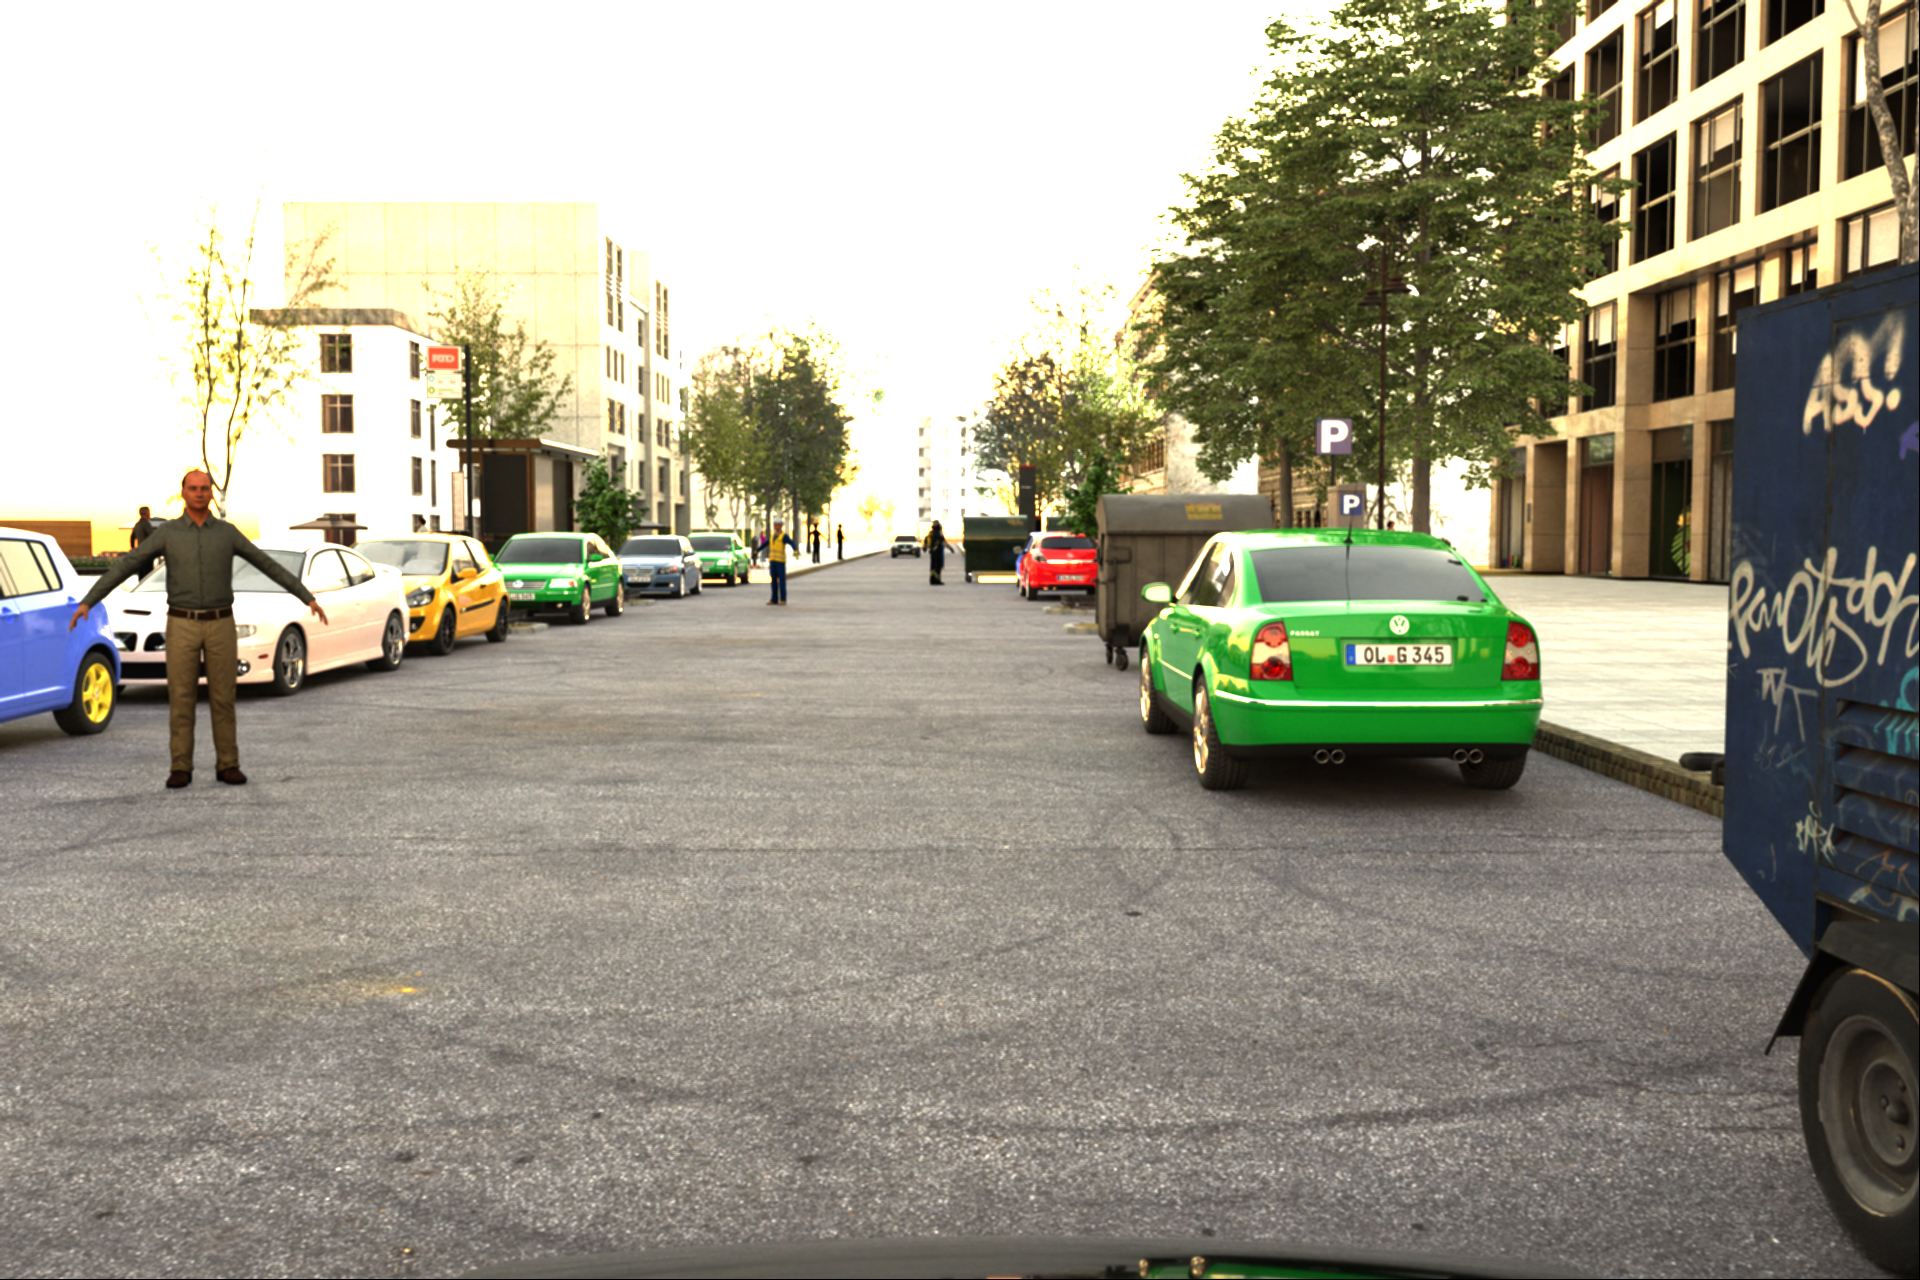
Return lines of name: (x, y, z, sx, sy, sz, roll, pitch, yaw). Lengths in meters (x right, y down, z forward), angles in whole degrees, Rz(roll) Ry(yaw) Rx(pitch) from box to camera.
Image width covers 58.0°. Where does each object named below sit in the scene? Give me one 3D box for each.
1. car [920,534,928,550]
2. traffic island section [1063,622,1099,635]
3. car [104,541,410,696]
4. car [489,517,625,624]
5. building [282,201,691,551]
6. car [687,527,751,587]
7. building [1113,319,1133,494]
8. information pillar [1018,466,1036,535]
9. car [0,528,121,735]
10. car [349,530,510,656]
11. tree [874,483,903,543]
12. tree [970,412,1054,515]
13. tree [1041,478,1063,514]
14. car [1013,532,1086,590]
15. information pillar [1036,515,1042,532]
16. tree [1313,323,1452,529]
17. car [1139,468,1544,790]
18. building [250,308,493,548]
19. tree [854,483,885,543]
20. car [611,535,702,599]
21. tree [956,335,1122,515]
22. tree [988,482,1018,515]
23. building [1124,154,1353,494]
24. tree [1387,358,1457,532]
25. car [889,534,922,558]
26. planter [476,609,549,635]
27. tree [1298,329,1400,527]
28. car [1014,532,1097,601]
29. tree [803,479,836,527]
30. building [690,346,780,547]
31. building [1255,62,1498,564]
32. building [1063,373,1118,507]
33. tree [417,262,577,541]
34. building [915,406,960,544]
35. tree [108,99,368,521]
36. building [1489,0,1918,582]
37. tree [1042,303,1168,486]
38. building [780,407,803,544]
car: (-2.539, -8.817, 154.380, 2.015, 1.641, 3.980, 0, 4, 0)
traffic island section: (2.545, -0.166, 25.575, 1.991, 0.108, 1.994, 0, 4, -1)
car: (-6.826, -0.271, 16.795, 2.083, 1.381, 4.827, 0, 3, 0)
car: (-6.800, -1.227, 28.865, 1.959, 1.807, 4.718, 0, 4, 0)
building: (-27.587, -14.773, 107.995, 16.747, 18.905, 31.486, 0, 4, 0)
car: (-6.959, -2.428, 48.488, 1.959, 1.807, 4.718, 0, 4, 0)
building: (21.473, -18.001, 125.239, 19.493, 23.208, 18.063, 0, 4, 0)
information pillar: (2.539, -4.666, 65.663, 0.750, 3.857, 0.750, 0, 4, -2)
car: (-6.990, -0.093, 11.104, 1.945, 1.707, 3.694, 0, 4, -1)
car: (-6.884, -0.696, 21.611, 2.015, 1.641, 3.980, 0, 4, -1)
tree: (-9.804, -18.265, 248.986, 4.360, 8.622, 3.978, 0, 3, 0)
tree: (4.484, -13.481, 146.172, 9.928, 11.665, 9.643, 0, 3, 0)
tree: (15.506, -20.546, 246.298, 12.009, 13.543, 11.850, 0, 3, 0)
car: (2.383, -2.205, 45.638, 1.945, 1.707, 3.694, 0, 4, -2)
information pillar: (3.045, -3.845, 67.350, 0.304, 2.012, 0.304, 0, 4, 0)
tree: (12.414, -6.309, 53.519, 4.360, 8.622, 3.978, 0, 3, 0)
car: (2.216, -0.140, 11.078, 1.959, 1.807, 4.718, 0, 4, -1)
building: (-25.659, -8.342, 78.533, 9.099, 9.664, 28.070, 0, 4, 0)
tree: (-12.770, -17.977, 244.292, 4.737, 8.622, 4.395, 0, 3, 0)
car: (-7.028, -1.707, 39.918, 2.014, 1.417, 4.499, 0, 4, 0)
tree: (5.009, -11.971, 106.093, 12.009, 13.543, 11.850, 0, 3, 0)
tree: (4.462, -12.569, 155.860, 4.360, 8.622, 3.978, 0, 3, 0)
building: (20.657, -16.794, 105.510, 19.493, 23.208, 18.063, 0, 4, -1)
tree: (17.893, -7.247, 68.859, 4.360, 8.622, 3.978, 0, 3, 0)
car: (-3.293, -5.876, 105.852, 2.009, 1.686, 4.222, 0, 3, 0)
planter: (-7.168, -0.267, 25.511, 1.991, 0.319, 1.994, 0, 4, 0)
tree: (13.479, -6.806, 61.634, 4.360, 8.622, 3.978, 0, 3, 0)
car: (2.299, -1.819, 38.778, 2.155, 1.783, 4.494, 0, 4, -1)
tree: (-22.519, -20.598, 243.434, 9.857, 13.997, 8.962, 0, 3, 0)
building: (-28.712, -19.083, 178.457, 16.747, 18.905, 31.486, 0, 4, 1)
building: (25.010, -15.332, 81.609, 19.493, 23.208, 18.063, 0, 4, -1)
building: (21.306, -20.341, 199.029, 16.747, 18.905, 31.486, 0, 4, -1)
tree: (-12.719, -5.910, 46.984, 4.737, 8.622, 4.395, 0, 3, 0)
building: (-6.054, -23.785, 247.767, 11.380, 20.090, 16.016, 0, 4, -1)
tree: (-12.995, -4.863, 29.877, 4.360, 8.622, 3.978, 0, 3, 0)
building: (27.722, -14.572, 41.461, 19.350, 26.588, 34.151, 0, 4, 0)
tree: (4.672, -6.392, 54.873, 4.737, 8.622, 4.395, 0, 3, 0)
building: (-29.415, -21.298, 214.677, 16.747, 18.905, 31.486, 0, 4, 0)
